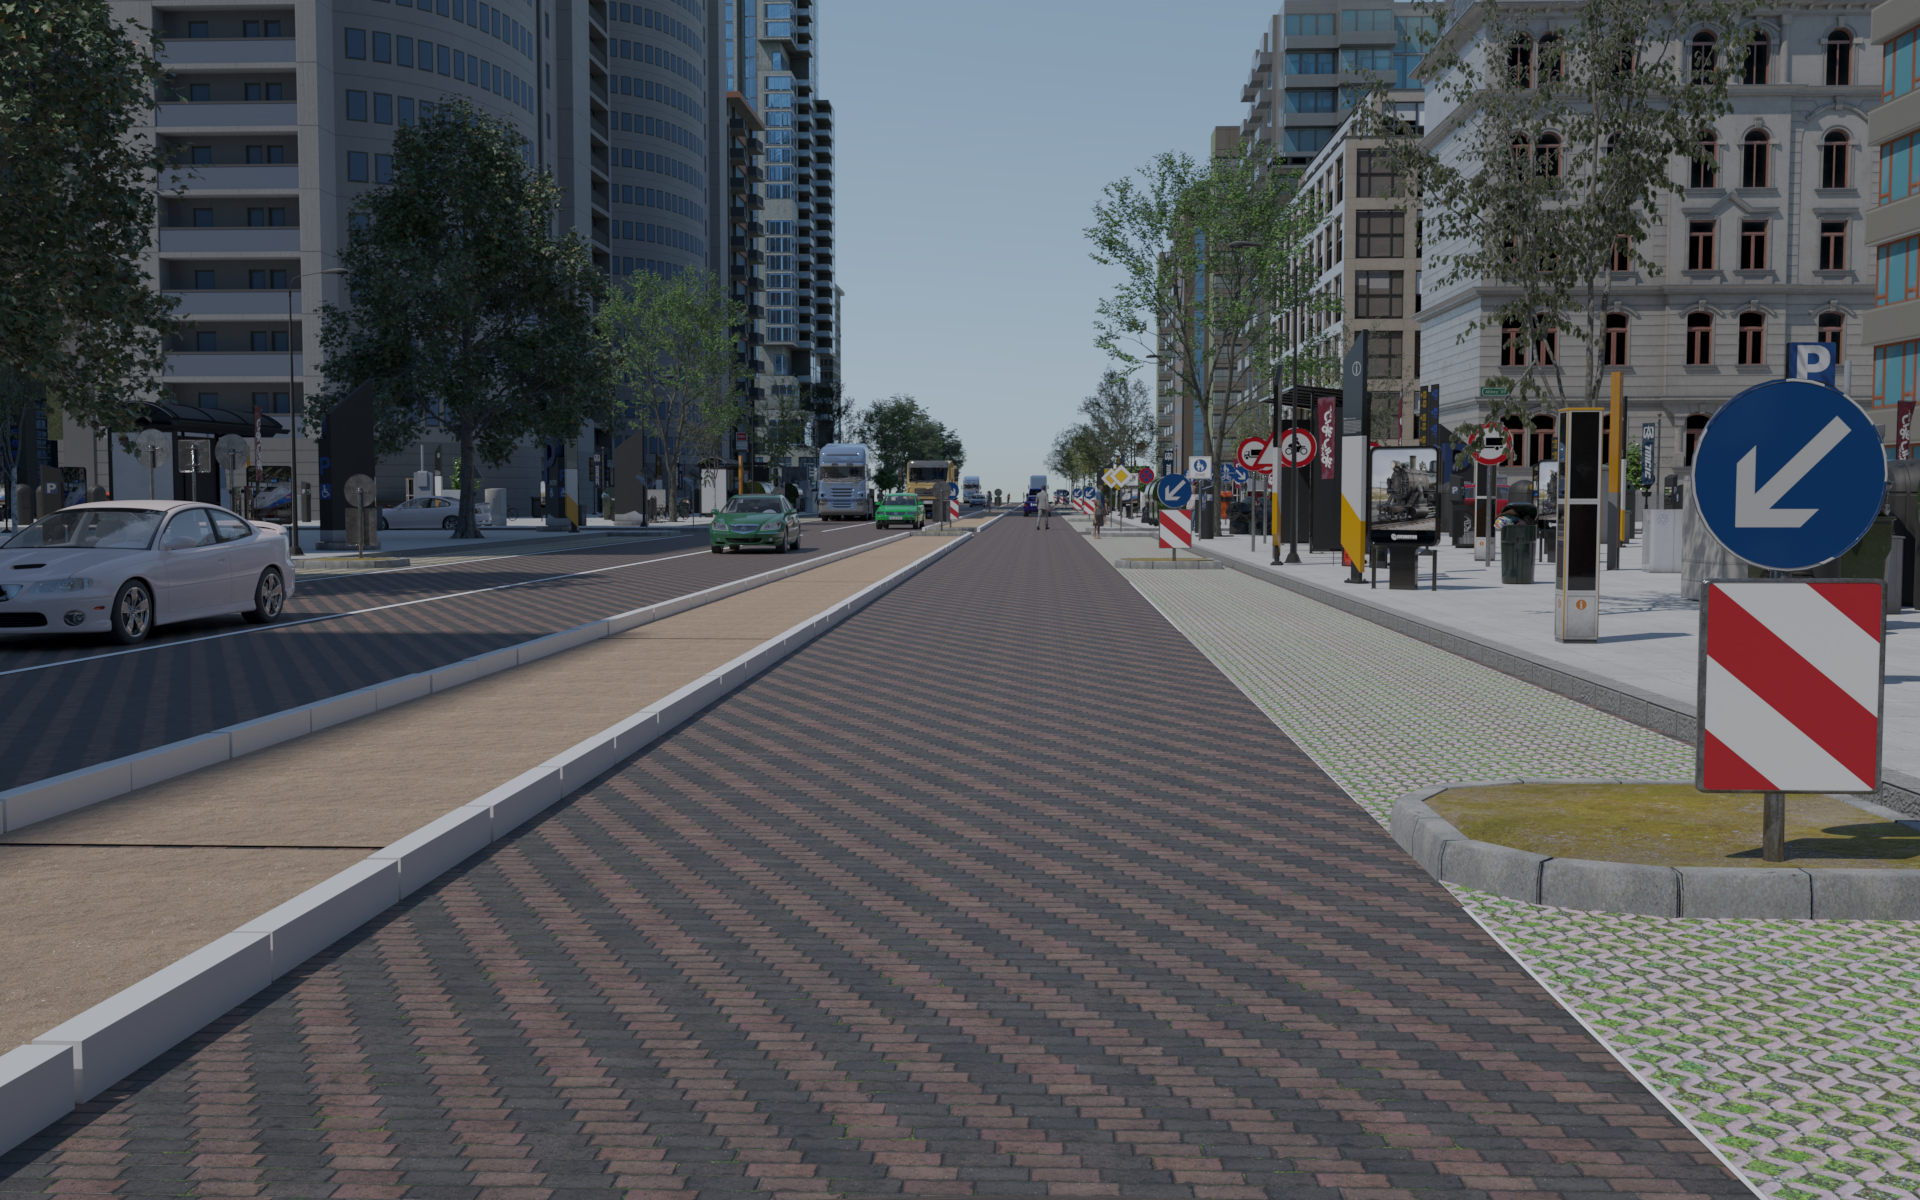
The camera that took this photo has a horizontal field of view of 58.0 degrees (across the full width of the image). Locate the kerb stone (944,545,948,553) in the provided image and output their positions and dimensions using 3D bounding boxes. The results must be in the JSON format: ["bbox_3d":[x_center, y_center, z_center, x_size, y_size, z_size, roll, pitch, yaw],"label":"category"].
[{"bbox_3d":[-0.423,-1.176,41.421,0.120,0.150,1.000,0,4,3],"label":"kerb stone"}]

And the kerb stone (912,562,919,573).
[{"bbox_3d":[-0.884,-0.544,31.199,0.120,0.150,1.000,0,4,3],"label":"kerb stone"}]

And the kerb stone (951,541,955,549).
[{"bbox_3d":[-0.269,-1.364,44.507,0.120,0.150,1.000,0,4,3],"label":"kerb stone"}]

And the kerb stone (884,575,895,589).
[{"bbox_3d":[-1.117,-0.233,26.085,0.120,0.150,1.000,0,4,3],"label":"kerb stone"}]

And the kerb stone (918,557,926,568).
[{"bbox_3d":[-0.791,-0.675,33.241,0.120,0.150,1.000,0,4,3],"label":"kerb stone"}]

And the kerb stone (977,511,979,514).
[{"bbox_3d":[1.024,-5.915,118.903,0.120,0.150,1.000,0,4,3],"label":"kerb stone"}]

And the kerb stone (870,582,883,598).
[{"bbox_3d":[-1.213,-0.112,24.029,0.120,0.150,1.000,0,4,3],"label":"kerb stone"}]

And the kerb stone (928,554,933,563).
[{"bbox_3d":[-0.693,-0.798,35.284,0.120,0.150,1.000,0,4,3],"label":"kerb stone"}]

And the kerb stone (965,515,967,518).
[{"bbox_3d":[0.181,-4.787,100.460,0.120,0.150,1.000,0,4,3],"label":"kerb stone"}]

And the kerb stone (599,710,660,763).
[{"bbox_3d":[-1.862,0.768,9.689,0.120,0.150,1.000,0,4,3],"label":"kerb stone"}]

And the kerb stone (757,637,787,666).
[{"bbox_3d":[-1.634,0.452,14.809,0.120,0.150,1.000,0,4,3],"label":"kerb stone"}]

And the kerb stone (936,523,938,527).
[{"bbox_3d":[-1.126,-3.033,71.786,0.120,0.150,1.000,0,4,3],"label":"kerb stone"}]

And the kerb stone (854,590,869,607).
[{"bbox_3d":[-1.302,0.014,21.980,0.120,0.150,1.000,0,4,3],"label":"kerb stone"}]

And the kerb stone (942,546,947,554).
[{"bbox_3d":[-0.459,-1.113,40.399,0.120,0.150,1.000,0,4,3],"label":"kerb stone"}]

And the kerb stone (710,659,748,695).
[{"bbox_3d":[-1.726,0.577,12.765,0.120,0.150,1.000,0,4,3],"label":"kerb stone"}]

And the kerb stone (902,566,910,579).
[{"bbox_3d":[-0.974,-0.426,29.156,0.120,0.150,1.000,0,4,3],"label":"kerb stone"}]

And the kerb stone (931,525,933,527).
[{"bbox_3d":[-1.263,-2.845,68.715,0.120,0.150,1.000,0,4,3],"label":"kerb stone"}]

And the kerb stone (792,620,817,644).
[{"bbox_3d":[-1.542,0.327,16.853,0.120,0.150,1.000,0,4,3],"label":"kerb stone"}]

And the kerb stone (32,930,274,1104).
[{"bbox_3d":[-2.097,1.078,4.567,0.120,0.150,1.000,0,4,3],"label":"kerb stone"}]

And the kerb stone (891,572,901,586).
[{"bbox_3d":[-1.067,-0.299,27.106,0.120,0.150,1.000,0,4,3],"label":"kerb stone"}]

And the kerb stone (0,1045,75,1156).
[{"bbox_3d":[-2.146,1.141,3.537,0.120,0.150,1.000,0,4,3],"label":"kerb stone"}]

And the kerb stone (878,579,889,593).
[{"bbox_3d":[-1.164,-0.175,25.050,0.120,0.150,1.000,0,4,3],"label":"kerb stone"}]

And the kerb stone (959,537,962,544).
[{"bbox_3d":[-0.085,-1.615,48.599,0.120,0.150,1.000,0,4,3],"label":"kerb stone"}]

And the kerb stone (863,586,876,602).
[{"bbox_3d":[-1.258,-0.046,23.007,0.120,0.150,1.000,0,4,3],"label":"kerb stone"}]

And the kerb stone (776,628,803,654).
[{"bbox_3d":[-1.584,0.389,15.832,0.120,0.150,1.000,0,4,3],"label":"kerb stone"}]

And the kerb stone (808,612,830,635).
[{"bbox_3d":[-1.490,0.264,17.875,0.120,0.150,1.000,0,4,3],"label":"kerb stone"}]

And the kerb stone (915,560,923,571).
[{"bbox_3d":[-0.830,-0.609,32.220,0.120,0.150,1.000,0,4,3],"label":"kerb stone"}]

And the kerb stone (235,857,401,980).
[{"bbox_3d":[-2.057,1.018,5.592,0.120,0.150,1.000,0,4,3],"label":"kerb stone"}]

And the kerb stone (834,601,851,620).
[{"bbox_3d":[-1.400,0.142,19.930,0.120,0.150,1.000,0,4,3],"label":"kerb stone"}]

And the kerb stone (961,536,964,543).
[{"bbox_3d":[-0.043,-1.678,49.636,0.120,0.150,1.000,0,4,3],"label":"kerb stone"}]

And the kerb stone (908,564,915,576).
[{"bbox_3d":[-0.926,-0.488,30.178,0.120,0.150,1.000,0,4,3],"label":"kerb stone"}]

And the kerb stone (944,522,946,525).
[{"bbox_3d":[-0.846,-3.410,77.941,0.120,0.150,1.000,0,4,3],"label":"kerb stone"}]

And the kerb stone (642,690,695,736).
[{"bbox_3d":[-1.814,0.702,10.716,0.120,0.150,1.000,0,4,3],"label":"kerb stone"}]

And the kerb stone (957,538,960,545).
[{"bbox_3d":[-0.144,-1.552,47.579,0.120,0.150,1.000,0,4,3],"label":"kerb stone"}]

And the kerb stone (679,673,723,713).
[{"bbox_3d":[-1.774,0.642,11.740,0.120,0.150,1.000,0,4,3],"label":"kerb stone"}]

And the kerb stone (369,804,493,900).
[{"bbox_3d":[-2.010,0.953,6.613,0.120,0.150,1.000,0,4,3],"label":"kerb stone"}]

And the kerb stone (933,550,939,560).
[{"bbox_3d":[-0.596,-0.926,37.329,0.120,0.150,1.000,0,4,3],"label":"kerb stone"}]

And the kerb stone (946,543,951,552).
[{"bbox_3d":[-0.367,-1.239,42.454,0.120,0.150,1.000,0,4,3],"label":"kerb stone"}]

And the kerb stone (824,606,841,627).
[{"bbox_3d":[-1.439,0.206,18.906,0.120,0.150,1.000,0,4,3],"label":"kerb stone"}]

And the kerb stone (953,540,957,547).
[{"bbox_3d":[-0.227,-1.427,45.529,0.120,0.150,1.000,0,4,3],"label":"kerb stone"}]

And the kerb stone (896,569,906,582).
[{"bbox_3d":[-1.022,-0.361,28.128,0.120,0.150,1.000,0,4,3],"label":"kerb stone"}]

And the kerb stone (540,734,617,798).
[{"bbox_3d":[-1.909,0.828,8.660,0.120,0.150,1.000,0,4,3],"label":"kerb stone"}]

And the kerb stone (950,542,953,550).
[{"bbox_3d":[-0.327,-1.301,43.481,0.120,0.150,1.000,0,4,3],"label":"kerb stone"}]

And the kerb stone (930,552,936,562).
[{"bbox_3d":[-0.644,-0.861,36.308,0.120,0.150,1.000,0,4,3],"label":"kerb stone"}]

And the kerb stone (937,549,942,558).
[{"bbox_3d":[-0.551,-0.988,38.353,0.120,0.150,1.000,0,4,3],"label":"kerb stone"}]

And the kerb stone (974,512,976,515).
[{"bbox_3d":[0.780,-5.601,113.787,0.120,0.150,1.000,0,4,3],"label":"kerb stone"}]

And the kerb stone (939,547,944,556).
[{"bbox_3d":[-0.508,-1.051,39.374,0.120,0.150,1.000,0,4,3],"label":"kerb stone"}]

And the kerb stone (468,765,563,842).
[{"bbox_3d":[-1.959,0.891,7.634,0.120,0.150,1.000,0,4,3],"label":"kerb stone"}]

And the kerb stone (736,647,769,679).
[{"bbox_3d":[-1.677,0.514,13.786,0.120,0.150,1.000,0,4,3],"label":"kerb stone"}]

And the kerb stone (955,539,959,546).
[{"bbox_3d":[-0.185,-1.490,46.550,0.120,0.150,1.000,0,4,3],"label":"kerb stone"}]

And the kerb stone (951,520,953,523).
[{"bbox_3d":[-0.566,-3.786,84.092,0.120,0.150,1.000,0,4,3],"label":"kerb stone"}]

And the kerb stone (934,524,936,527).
[{"bbox_3d":[-1.172,-2.968,70.765,0.120,0.150,1.000,0,4,3],"label":"kerb stone"}]

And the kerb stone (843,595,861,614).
[{"bbox_3d":[-1.344,0.076,20.959,0.120,0.150,1.000,0,4,3],"label":"kerb stone"}]

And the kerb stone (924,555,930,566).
[{"bbox_3d":[-0.743,-0.738,34.263,0.120,0.150,1.000,0,4,3],"label":"kerb stone"}]
